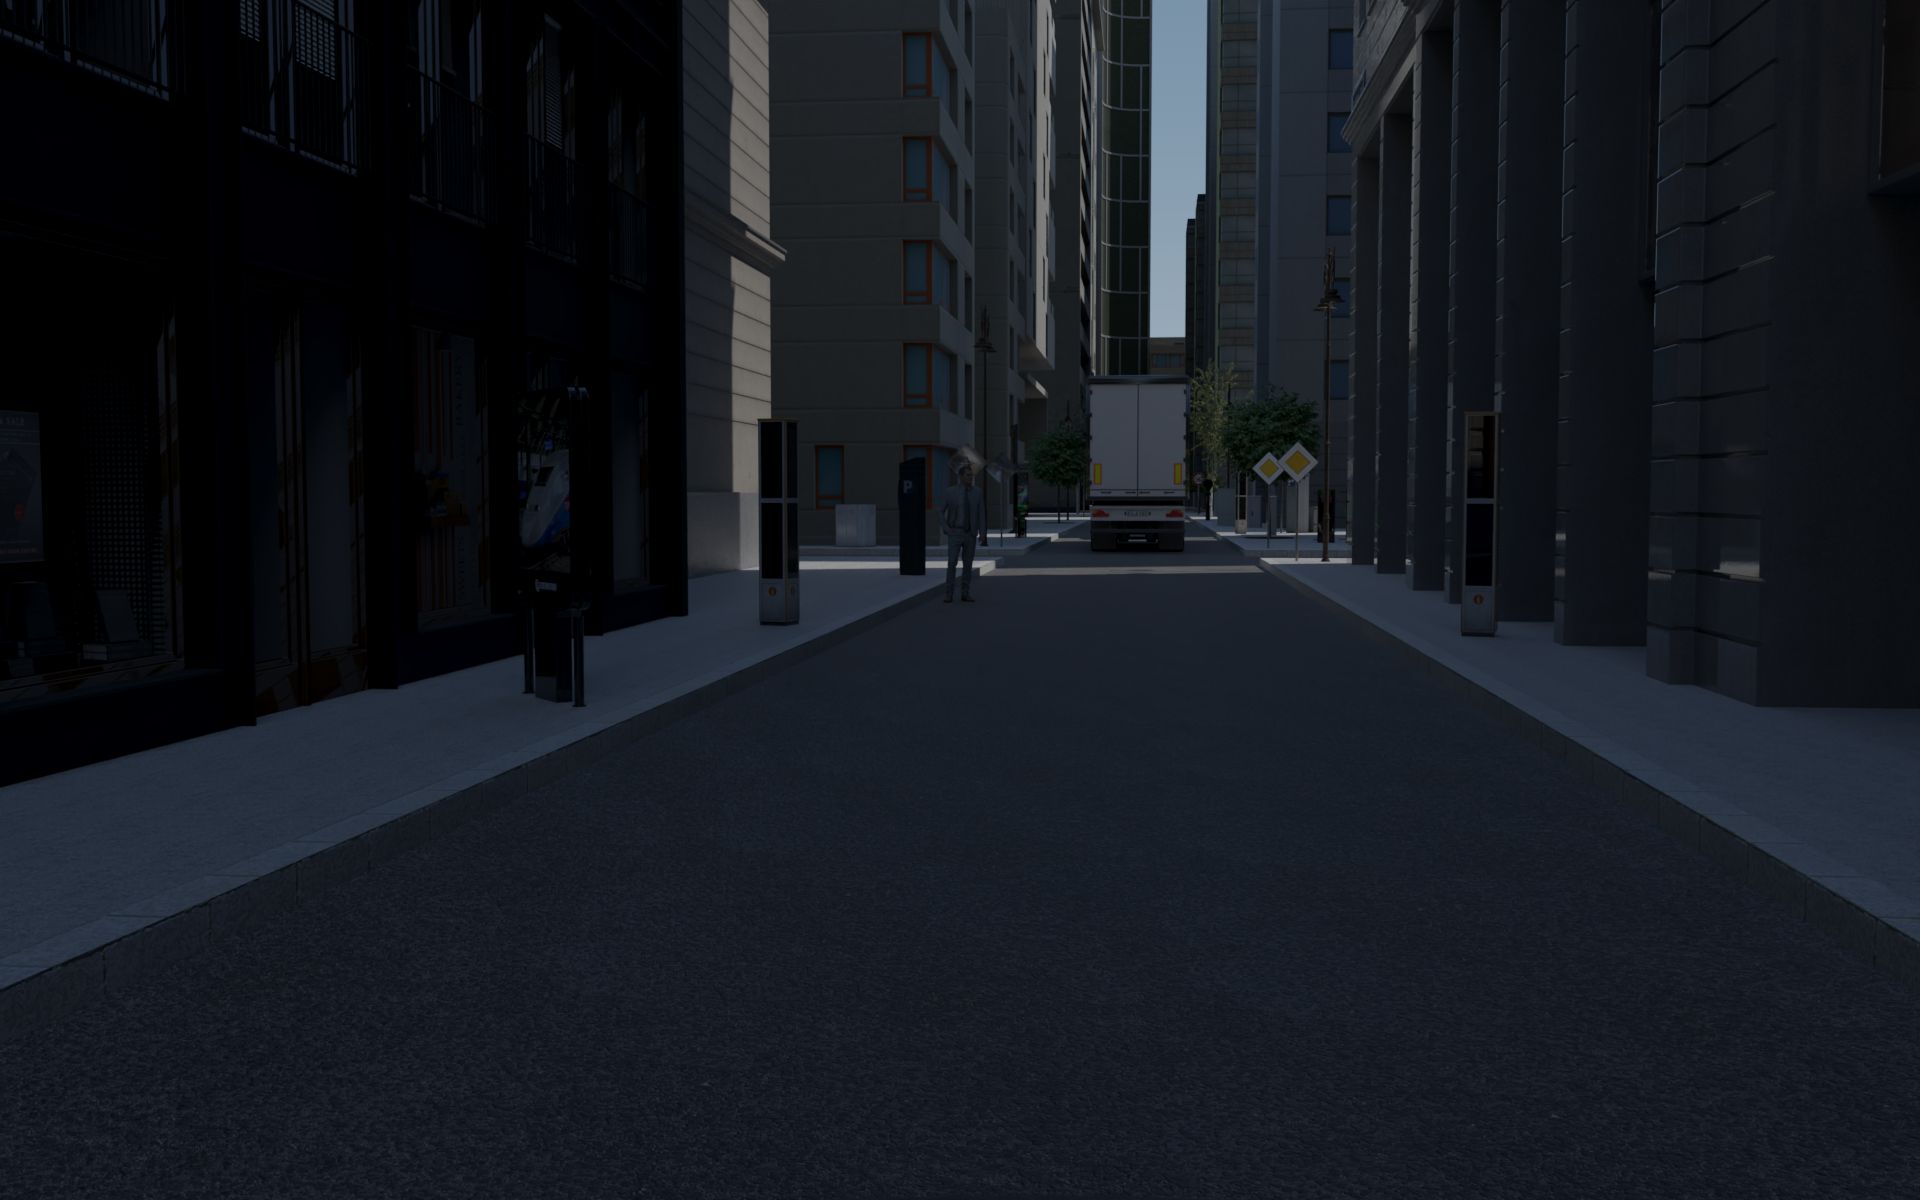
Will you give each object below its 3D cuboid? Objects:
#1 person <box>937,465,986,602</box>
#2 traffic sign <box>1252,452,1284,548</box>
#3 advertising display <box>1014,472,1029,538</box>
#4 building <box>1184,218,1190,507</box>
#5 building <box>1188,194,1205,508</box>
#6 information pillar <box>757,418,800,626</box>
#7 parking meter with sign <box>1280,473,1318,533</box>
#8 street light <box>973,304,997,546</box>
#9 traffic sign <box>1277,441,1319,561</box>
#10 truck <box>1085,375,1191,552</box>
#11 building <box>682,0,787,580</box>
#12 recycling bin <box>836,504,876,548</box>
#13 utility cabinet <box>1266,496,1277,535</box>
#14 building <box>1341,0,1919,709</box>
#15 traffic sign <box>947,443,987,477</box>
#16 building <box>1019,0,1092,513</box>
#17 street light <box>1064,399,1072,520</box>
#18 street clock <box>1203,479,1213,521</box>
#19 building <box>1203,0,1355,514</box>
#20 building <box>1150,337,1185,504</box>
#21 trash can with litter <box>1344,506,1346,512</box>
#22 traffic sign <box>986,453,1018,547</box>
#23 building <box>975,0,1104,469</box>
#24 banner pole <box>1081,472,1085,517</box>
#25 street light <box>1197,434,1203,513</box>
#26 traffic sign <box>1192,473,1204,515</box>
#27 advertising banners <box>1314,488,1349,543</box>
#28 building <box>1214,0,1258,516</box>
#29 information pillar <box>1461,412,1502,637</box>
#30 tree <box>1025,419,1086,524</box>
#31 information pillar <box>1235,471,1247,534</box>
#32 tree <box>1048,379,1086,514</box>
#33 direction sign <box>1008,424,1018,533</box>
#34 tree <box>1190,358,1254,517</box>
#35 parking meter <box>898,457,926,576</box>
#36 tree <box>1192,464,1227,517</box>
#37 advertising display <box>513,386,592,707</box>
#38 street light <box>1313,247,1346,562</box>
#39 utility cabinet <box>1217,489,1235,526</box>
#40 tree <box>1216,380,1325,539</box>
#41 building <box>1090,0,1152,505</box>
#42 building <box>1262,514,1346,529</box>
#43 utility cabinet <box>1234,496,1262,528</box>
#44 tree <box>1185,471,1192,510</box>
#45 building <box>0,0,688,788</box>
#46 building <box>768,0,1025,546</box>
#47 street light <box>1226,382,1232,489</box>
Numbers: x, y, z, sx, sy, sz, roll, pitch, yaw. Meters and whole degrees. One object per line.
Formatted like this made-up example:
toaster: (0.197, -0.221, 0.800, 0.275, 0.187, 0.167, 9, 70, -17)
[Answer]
person: (0.028, -0.885, 23.070, 0.635, 1.810, 0.391, -1, 4, -22)
traffic sign: (7.309, -2.286, 41.020, 0.795, 2.450, 0.064, 0, 4, 6)
advertising display: (1.791, -2.787, 50.782, 0.123, 1.923, 0.974, 1, 4, 21)
building: (30.713, -25.122, 182.445, 14.160, 30.474, 14.107, 0, 4, 6)
building: (29.756, -24.241, 168.047, 14.160, 30.474, 14.107, 0, 4, 6)
information pillar: (-1.771, -0.762, 16.943, 0.304, 2.012, 0.304, 1, 4, 21)
parking meter with sign: (11.111, -3.704, 56.825, 1.738, 3.016, 0.543, -3, 4, -38)
street light: (0.614, -4.256, 42.366, 0.468, 5.910, 1.993, 0, 4, 6)
traffic sign: (6.438, -1.801, 33.082, 0.795, 2.450, 0.064, 0, 4, 6)
truck: (4.783, -3.519, 46.445, 2.839, 4.237, 11.283, 0, 4, 6)
building: (-15.116, -14.621, 26.445, 23.554, 28.519, 14.401, 0, 4, 6)
recycling bin: (-2.525, -1.797, 41.931, 0.722, 1.027, 0.722, 2, 4, 34)
utility cabinet: (9.834, -2.662, 54.687, 0.306, 1.237, 1.020, 0, 4, 8)
building: (10.928, -14.593, 16.093, 11.434, 29.767, 29.804, 0, 4, 6)
traffic sign: (0.134, -1.844, 33.792, 0.795, 2.450, 0.064, 0, 4, 6)
building: (-1.343, -30.835, 127.859, 21.300, 48.544, 21.600, 0, 4, 6)
street light: (5.282, -6.843, 84.666, 0.468, 5.910, 1.993, 0, 4, 6)
street clock: (12.024, -4.857, 83.984, 0.471, 2.002, 0.358, 0, 4, -5)
building: (31.260, -36.929, 145.780, 21.231, 58.520, 28.212, 0, 4, 6)
building: (37.849, -22.498, 212.882, 28.899, 21.520, 27.650, 0, 4, 6)
trash can with litter: (10.778, -2.179, 47.019, 0.624, 1.170, 1.055, 1, 4, 18)
traffic sign: (1.005, -2.329, 41.729, 0.795, 2.450, 0.064, 0, 4, 6)
building: (0.560, -36.014, 178.061, 27.495, 52.752, 28.713, 0, 4, 6)
banner pole: (6.818, -6.495, 96.213, 0.401, 3.779, 0.863, -1, 4, -12)
street light: (15.901, -8.681, 114.726, 0.468, 5.910, 1.993, 0, 4, 6)
traffic sign: (14.276, -6.334, 103.671, 0.768, 2.556, 0.104, 1, 4, 15)
advertising banners: (10.296, -2.996, 45.170, 2.074, 3.025, 0.090, 1, 4, 19)
building: (22.937, -25.919, 107.369, 14.154, 41.232, 14.086, 0, 4, 6)
information pillar: (4.704, -0.681, 15.634, 0.304, 2.012, 0.304, 1, 4, 21)
tree: (4.433, -5.643, 75.979, 4.285, 4.588, 4.351, 0, 3, 0)
information pillar: (9.039, -3.132, 55.698, 0.304, 2.012, 0.304, -1, 4, -9)
tree: (7.286, -9.785, 110.350, 4.360, 8.622, 3.978, 0, 3, 0)
direction sign: (1.767, -3.946, 56.517, 0.379, 3.537, 0.876, -1, 4, -11)
tree: (13.985, -8.829, 94.718, 4.737, 8.622, 4.395, 0, 3, 0)
parking meter: (-0.760, -1.325, 27.381, 0.399, 1.863, 0.255, 2, 4, 34)
tree: (14.334, -6.365, 98.672, 1.663, 3.219, 1.824, 0, 3, 0)
advertising display: (-2.534, -0.338, 10.748, 0.123, 1.923, 0.974, -2, 4, -34)
street light: (6.923, -3.660, 32.627, 0.468, 5.910, 1.993, 0, 4, 6)
utility cabinet: (10.822, -3.708, 69.312, 0.318, 1.500, 1.173, -3, 4, -36)
tree: (9.031, -4.065, 50.180, 4.285, 4.588, 4.351, 0, 3, 0)
building: (12.771, -47.187, 209.760, 20.611, 71.187, 20.563, 0, 4, 6)
building: (23.661, -32.626, 75.441, 21.231, 58.520, 28.212, 0, 4, 6)
utility cabinet: (11.005, -3.361, 66.117, 1.020, 1.237, 0.306, 1, 4, 22)
tree: (17.972, -8.153, 127.900, 1.663, 3.219, 1.824, 0, 3, 0)
building: (-9.845, -11.055, 10.422, 12.332, 23.373, 15.834, 0, 4, 6)
building: (-12.665, -13.015, 57.834, 27.650, 21.520, 28.899, 0, 4, 6)
street light: (11.141, -6.058, 71.832, 0.468, 5.910, 1.993, 0, 4, 6)
